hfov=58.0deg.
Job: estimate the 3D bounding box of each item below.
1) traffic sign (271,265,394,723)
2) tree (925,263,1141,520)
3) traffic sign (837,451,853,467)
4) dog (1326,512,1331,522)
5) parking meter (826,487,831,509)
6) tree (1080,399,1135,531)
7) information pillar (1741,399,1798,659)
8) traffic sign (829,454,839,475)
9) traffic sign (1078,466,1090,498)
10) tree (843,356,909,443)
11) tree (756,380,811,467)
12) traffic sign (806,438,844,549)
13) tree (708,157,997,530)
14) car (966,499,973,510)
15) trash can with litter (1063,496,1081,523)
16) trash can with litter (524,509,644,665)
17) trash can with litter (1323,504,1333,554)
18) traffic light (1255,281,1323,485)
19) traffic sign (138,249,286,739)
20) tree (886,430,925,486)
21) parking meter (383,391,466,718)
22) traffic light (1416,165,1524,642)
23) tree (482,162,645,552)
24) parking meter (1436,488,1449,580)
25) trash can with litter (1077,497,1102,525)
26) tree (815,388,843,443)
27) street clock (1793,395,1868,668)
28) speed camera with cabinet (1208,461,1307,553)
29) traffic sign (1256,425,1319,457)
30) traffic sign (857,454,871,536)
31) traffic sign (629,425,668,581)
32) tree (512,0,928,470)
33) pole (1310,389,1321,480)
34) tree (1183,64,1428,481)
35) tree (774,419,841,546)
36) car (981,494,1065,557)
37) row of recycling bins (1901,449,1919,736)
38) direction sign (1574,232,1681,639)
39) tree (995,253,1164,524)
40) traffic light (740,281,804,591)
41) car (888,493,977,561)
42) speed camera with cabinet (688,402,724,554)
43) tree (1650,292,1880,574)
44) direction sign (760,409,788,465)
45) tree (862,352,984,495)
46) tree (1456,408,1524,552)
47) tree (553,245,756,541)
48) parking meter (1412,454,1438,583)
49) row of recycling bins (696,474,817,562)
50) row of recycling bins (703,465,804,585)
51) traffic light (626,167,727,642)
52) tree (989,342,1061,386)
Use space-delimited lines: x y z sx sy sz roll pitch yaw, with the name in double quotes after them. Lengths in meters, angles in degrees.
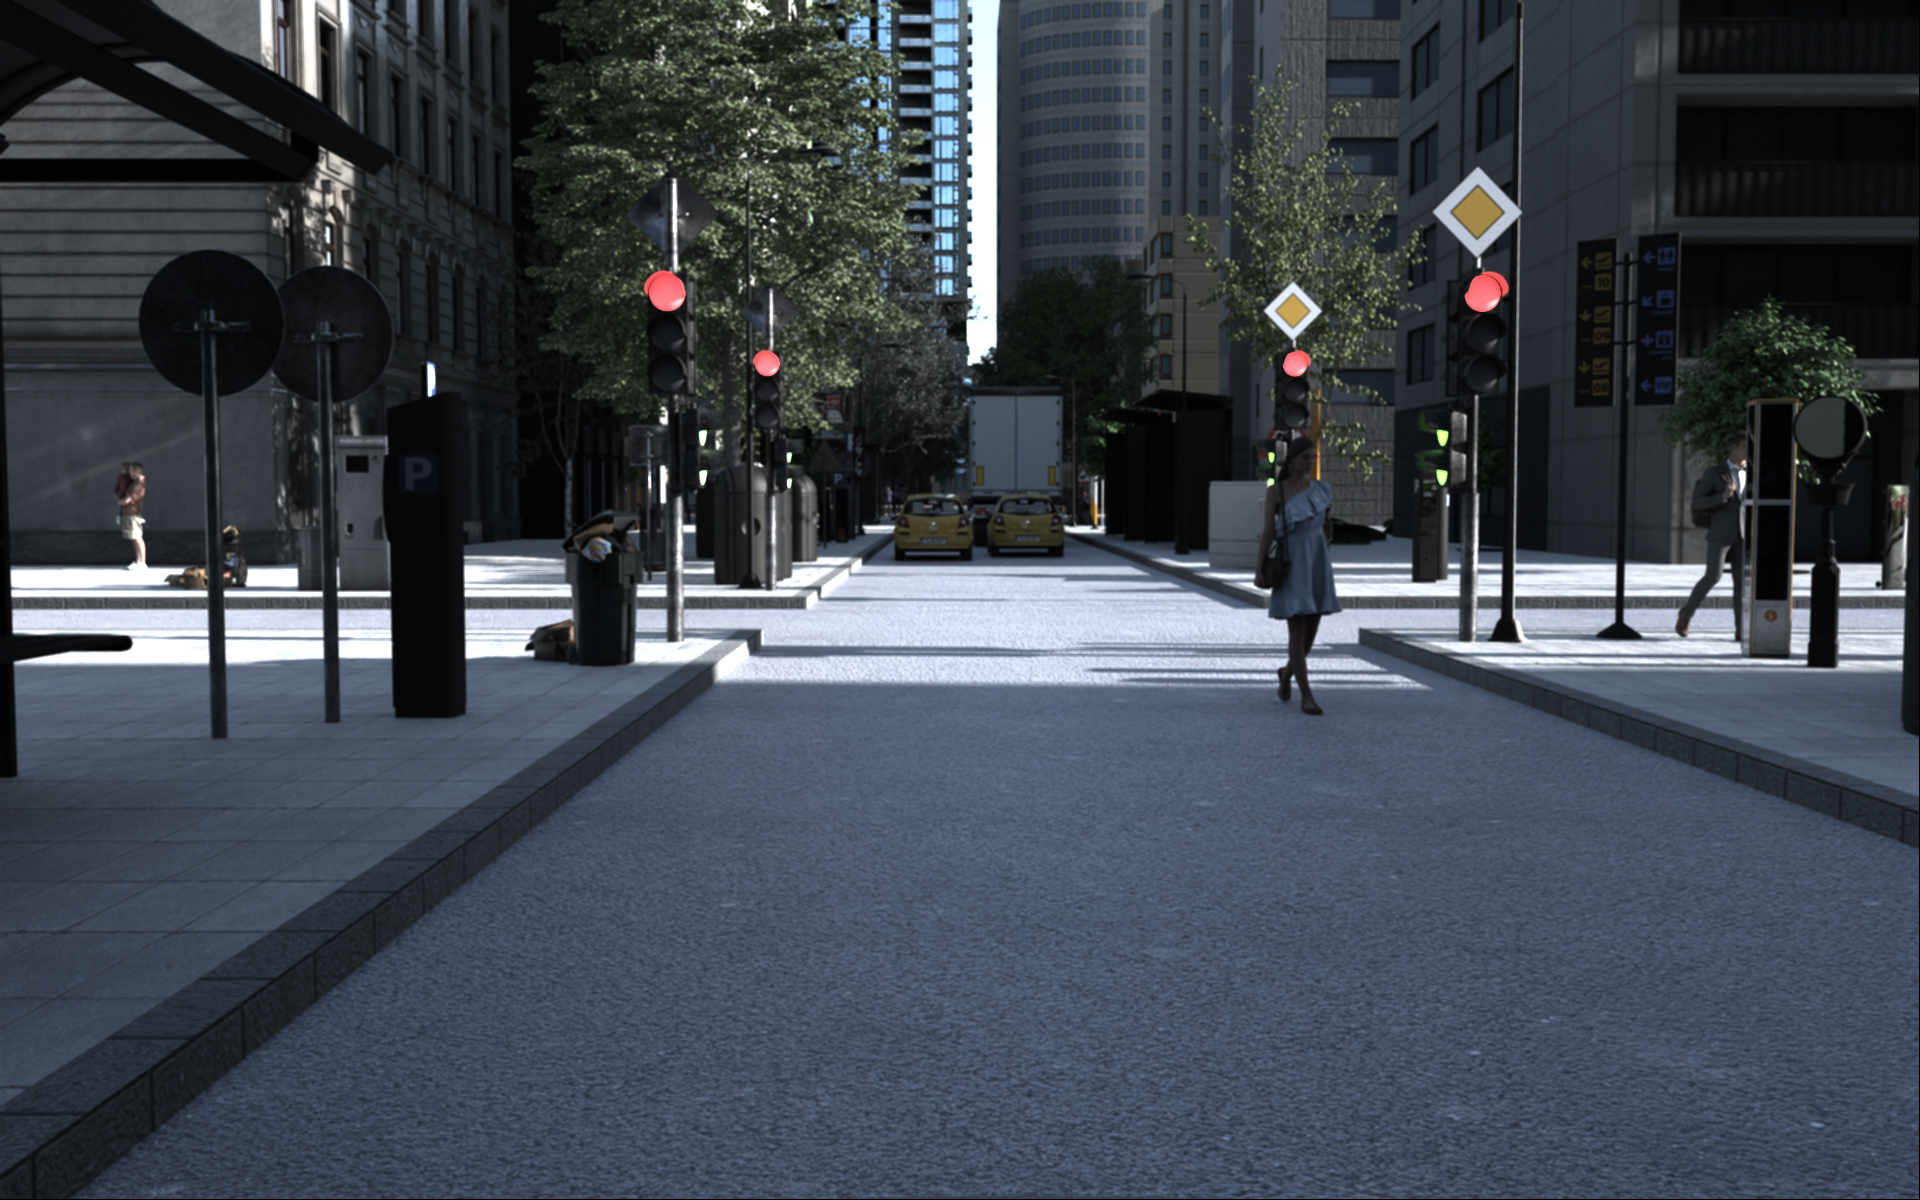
-3.532 -0.585 9.675 0.768 2.556 0.104 0 4 6 "traffic sign"
4.531 -10.344 86.134 9.611 12.733 9.660 0 3 0 "tree"
-3.285 -3.103 50.847 0.768 2.556 0.104 1 4 9 "traffic sign"
11.510 -2.461 54.619 0.513 0.831 0.800 2 4 35 "dog"
-5.041 -3.471 65.162 0.372 1.533 0.369 0 3 0 "parking meter"
5.623 -4.664 59.966 4.285 4.588 4.351 0 3 0 "tree"
6.338 -0.556 13.575 0.304 2.012 0.304 1 4 12 "information pillar"
-3.788 -3.327 54.501 0.768 2.556 0.104 0 4 5 "traffic sign"
5.638 -4.849 79.277 0.884 2.594 0.081 0 4 3 "traffic sign"
-4.704 -8.528 89.791 4.737 8.622 4.395 0 3 0 "tree"
-8.419 -7.351 70.556 4.737 8.622 4.395 0 3 0 "tree"
-3.156 -2.473 40.441 0.884 2.594 0.081 0 3 0 "traffic sign"
-3.866 -9.303 62.479 12.009 13.543 11.850 0 3 0 "tree"
1.541 -8.604 153.256 1.945 1.354 3.894 0 4 -2 "car"
5.228 -4.037 77.055 1.678 1.210 2.233 0 4 5 "trash can with litter"
-2.905 -0.109 13.164 1.055 1.170 0.624 2 4 35 "trash can with litter"
5.077 -0.879 25.752 0.624 1.170 1.055 -1 4 -22 "trash can with litter"
4.365 -2.082 22.969 0.839 4.253 0.868 0 4 0 "traffic light"
-3.900 -0.547 9.043 0.768 2.556 0.104 0 4 1 "traffic sign"
-4.557 -15.393 168.681 9.611 12.733 9.660 0 3 0 "tree"
-3.089 -0.262 9.994 0.399 1.863 0.255 0 4 3 "parking meter"
4.408 -1.594 14.984 0.839 4.253 0.868 0 4 0 "traffic light"
-8.696 -5.377 38.274 4.360 8.622 3.978 0 3 0 "tree"
7.126 -1.073 25.949 0.372 1.533 0.369 0 3 0 "parking meter"
5.401 -3.713 72.089 1.055 1.170 0.624 2 4 30 "trash can with litter"
-8.468 -7.779 77.548 4.737 8.622 4.395 0 3 0 "tree"
6.415 -0.504 12.816 0.471 2.002 0.358 2 4 33 "street clock"
6.319 -2.592 36.723 2.038 3.252 0.660 1 4 11 "speed camera with cabinet"
4.718 -1.530 25.012 0.884 2.594 0.081 0 4 4 "traffic sign"
-3.077 -3.194 52.324 0.768 2.556 0.104 0 4 8 "traffic sign"
-4.592 -1.434 25.579 0.606 2.300 0.079 1 4 8 "traffic sign"
-4.205 -6.879 30.606 7.486 12.596 7.792 0 3 0 "tree"
6.932 -2.446 33.843 0.158 3.312 0.155 0 3 0 "pole"
5.858 -4.871 29.996 4.737 8.622 4.395 0 3 0 "tree"
-4.077 -2.962 43.036 1.663 3.219 1.824 0 3 0 "tree"
1.514 -1.875 40.874 2.015 1.641 3.980 0 4 0 "car"
6.316 -0.191 10.242 1.069 1.692 3.534 3 4 36 "row of recycling bins"
5.885 -1.429 15.358 0.876 3.537 0.379 3 4 38 "direction sign"
5.099 -9.083 74.265 9.928 11.665 9.643 0 3 0 "tree"
-2.496 -2.079 22.916 0.839 4.253 0.868 0 4 0 "traffic light"
-0.606 -1.743 38.725 2.015 1.641 3.980 0 4 -1 "car"
-4.801 -2.621 37.187 2.038 3.252 0.660 1 4 18 "speed camera with cabinet"
13.192 -2.719 28.178 4.285 4.588 4.351 0 3 0 "tree"
-4.942 -3.311 46.133 0.876 3.537 0.379 2 4 27 "direction sign"
-3.694 -13.716 130.907 9.857 13.997 8.962 0 3 0 "tree"
11.713 -2.707 38.866 1.663 3.219 1.824 0 3 0 "tree"
-8.550 -5.901 46.840 4.737 8.622 4.395 0 3 0 "tree"
6.744 -1.186 25.104 0.255 1.863 0.399 0 4 -4 "parking meter"
-4.026 -1.637 33.883 1.069 1.692 3.534 -3 5 -41 "row of recycling bins"
-3.055 -1.158 26.047 1.069 1.692 3.534 0 4 -1 "row of recycling bins"
-2.453 -1.591 14.931 0.839 4.253 0.868 0 4 0 "traffic light"
4.276 -14.386 141.859 9.857 13.997 8.962 0 3 0 "tree"
